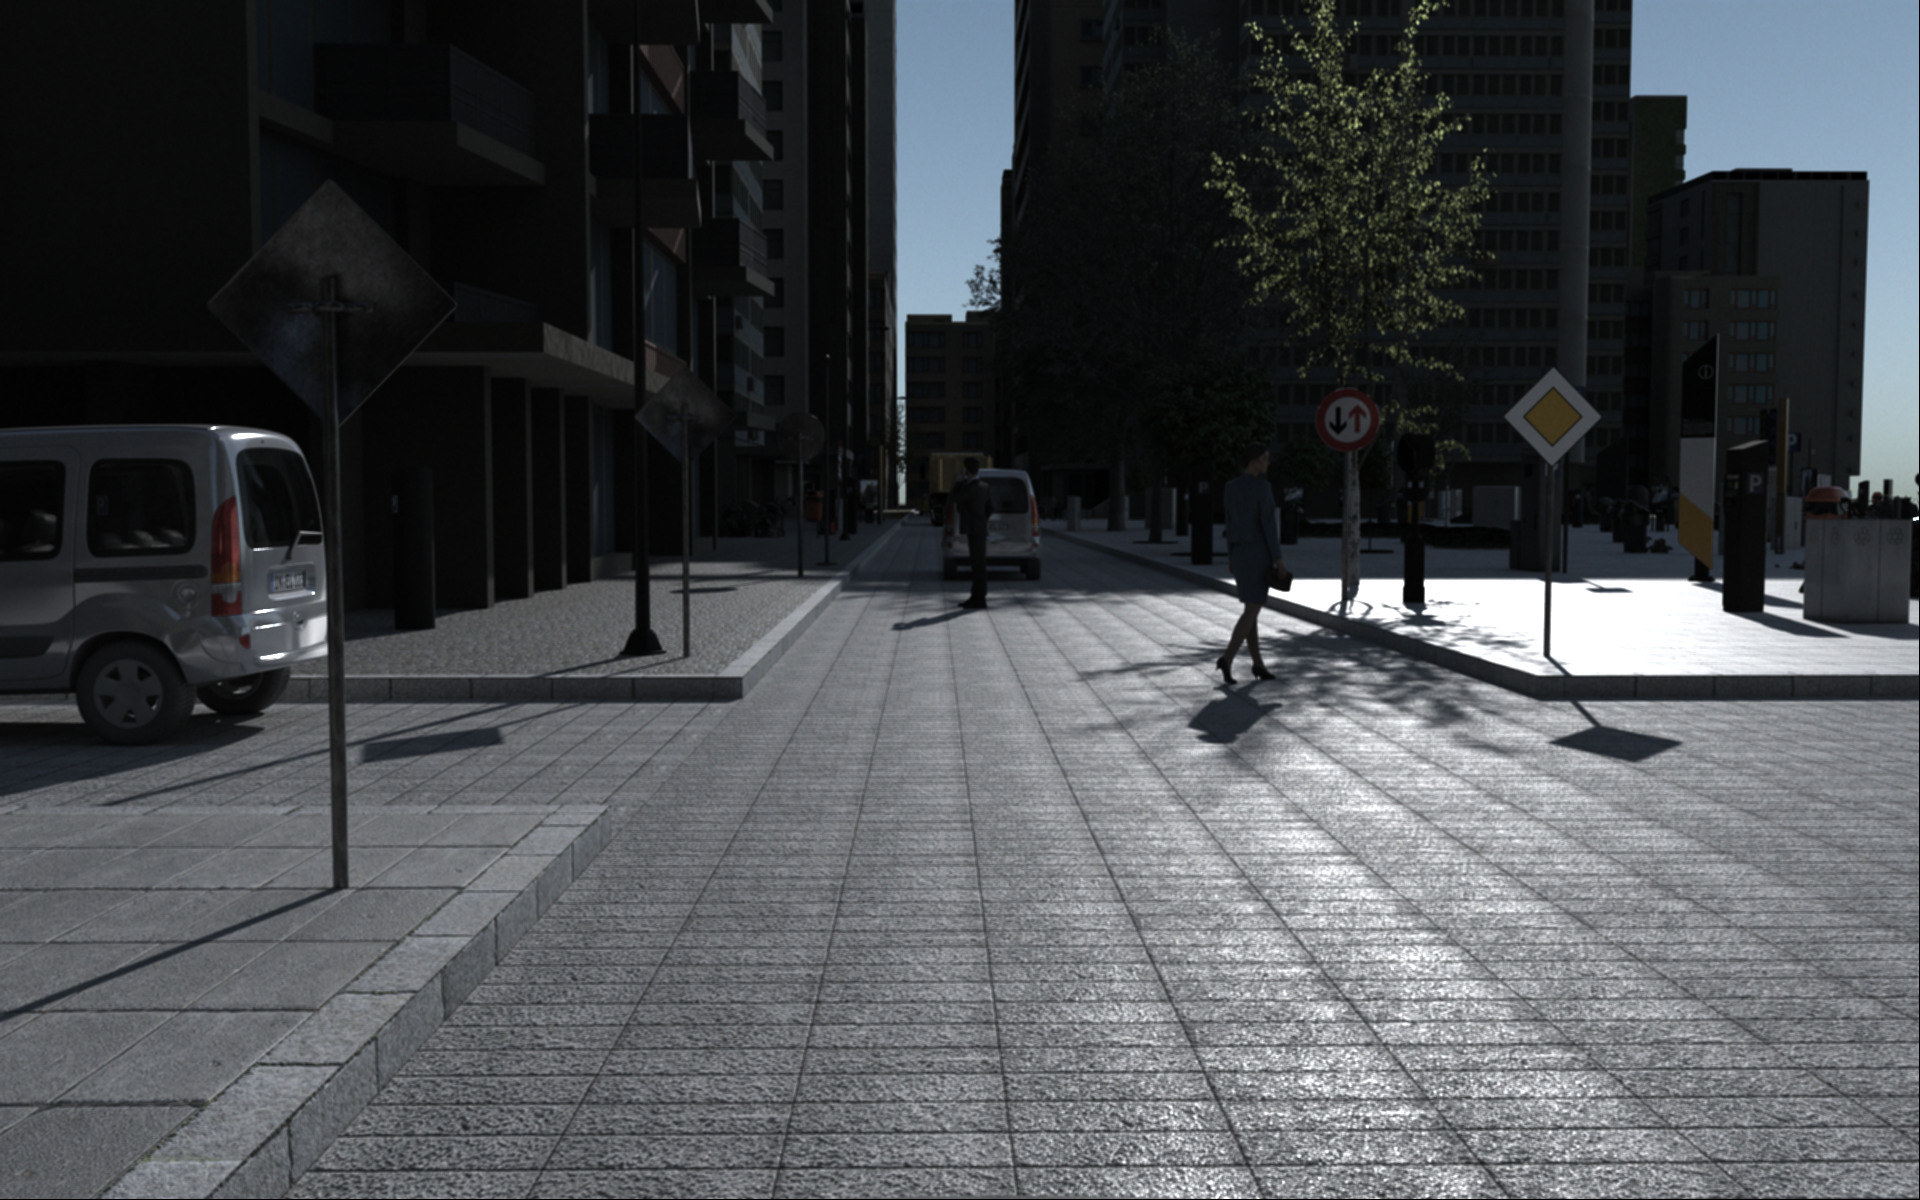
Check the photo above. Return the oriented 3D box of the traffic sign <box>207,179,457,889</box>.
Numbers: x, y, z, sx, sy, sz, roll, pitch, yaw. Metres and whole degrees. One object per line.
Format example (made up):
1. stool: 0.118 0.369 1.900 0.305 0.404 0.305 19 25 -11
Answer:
1. traffic sign: -2.015 -0.119 5.583 0.795 2.450 0.064 0 4 -1

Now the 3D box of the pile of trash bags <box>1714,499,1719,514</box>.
1. pile of trash bags: 35.621 -4.417 81.968 3.447 1.369 1.912 -3 5 -43

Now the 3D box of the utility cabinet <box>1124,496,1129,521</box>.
1. utility cabinet: 7.789 -4.407 83.212 0.306 1.237 1.020 2 4 30

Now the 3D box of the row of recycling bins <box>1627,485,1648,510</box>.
1. row of recycling bins: 32.382 -4.695 83.870 1.069 1.692 3.534 0 4 4

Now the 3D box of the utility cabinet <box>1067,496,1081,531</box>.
1. utility cabinet: 3.964 -2.990 60.043 0.306 1.237 1.020 1 4 15

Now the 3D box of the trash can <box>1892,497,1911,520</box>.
1. trash can: 39.424 -3.721 72.493 0.748 1.137 0.748 0 3 0

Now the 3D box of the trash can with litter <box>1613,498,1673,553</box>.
1. trash can with litter: 14.979 -1.618 37.843 1.055 1.170 0.624 0 3 0

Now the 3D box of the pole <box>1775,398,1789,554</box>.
1. pole: 17.576 -2.641 37.031 0.158 3.312 0.155 0 3 0

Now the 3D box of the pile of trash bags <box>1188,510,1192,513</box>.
1. pile of trash bags: 11.695 -4.756 87.511 1.912 1.369 3.447 1 4 20

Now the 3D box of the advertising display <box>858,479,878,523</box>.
1. advertising display: -3.966 -4.309 75.663 0.974 1.923 0.123 -2 4 -28

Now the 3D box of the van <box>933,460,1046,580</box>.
1. van: 0.527 -1.423 30.277 2.013 2.044 4.112 0 4 0

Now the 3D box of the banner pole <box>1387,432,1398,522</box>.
1. banner pole: 17.416 -4.887 69.916 0.401 3.779 0.863 1 4 23

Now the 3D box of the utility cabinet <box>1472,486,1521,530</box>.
1. utility cabinet: 14.916 -2.423 48.294 1.173 1.500 0.318 2 4 35

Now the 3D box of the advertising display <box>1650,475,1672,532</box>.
1. advertising display: 24.023 -3.313 59.373 0.123 1.923 0.974 -1 4 -13

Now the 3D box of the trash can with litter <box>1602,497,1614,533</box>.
1. trash can with litter: 17.771 -2.115 45.962 1.055 1.170 0.624 0 4 -8

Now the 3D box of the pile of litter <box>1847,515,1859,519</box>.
1. pile of litter: 17.733 -1.233 34.123 1.719 0.858 1.176 1 4 18

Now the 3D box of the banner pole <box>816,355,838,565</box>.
1. banner pole: -2.426 -2.540 31.542 0.401 3.779 0.863 0 4 -4

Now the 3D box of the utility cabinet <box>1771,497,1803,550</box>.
1. utility cabinet: 19.136 -1.769 40.084 1.020 1.237 0.306 -3 5 -42

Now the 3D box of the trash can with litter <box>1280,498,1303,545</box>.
1. trash can with litter: 8.156 -1.999 44.077 1.055 1.170 0.624 0 4 -7

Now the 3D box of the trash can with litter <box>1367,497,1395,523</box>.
1. trash can with litter: 15.345 -3.186 63.477 1.055 1.170 0.624 -1 4 -15

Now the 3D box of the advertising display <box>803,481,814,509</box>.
1. advertising display: -7.673 -4.971 86.494 0.974 1.923 0.123 3 5 40

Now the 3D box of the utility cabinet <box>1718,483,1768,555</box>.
1. utility cabinet: 16.422 -1.689 36.288 1.173 1.500 0.318 -2 4 -30

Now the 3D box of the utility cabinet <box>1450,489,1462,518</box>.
1. utility cabinet: 22.404 -4.251 78.189 0.318 1.500 1.173 2 4 27

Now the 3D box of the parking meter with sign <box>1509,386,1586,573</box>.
1. parking meter with sign: 9.702 -1.993 28.841 0.543 3.016 1.738 -1 4 -8

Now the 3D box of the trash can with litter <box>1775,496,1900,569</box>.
1. trash can with litter: 15.026 -1.154 29.918 1.678 1.210 2.233 3 4 37

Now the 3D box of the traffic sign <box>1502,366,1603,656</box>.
1. traffic sign: 4.646 -0.613 13.660 0.795 2.450 0.064 0 4 -1

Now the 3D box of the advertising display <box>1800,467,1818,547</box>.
1. advertising display: 20.616 -2.256 42.099 0.123 1.923 0.974 1 4 11

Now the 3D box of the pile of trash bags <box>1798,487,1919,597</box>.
1. pile of trash bags: 11.631 -0.750 22.021 3.447 1.369 1.912 -3 5 -41

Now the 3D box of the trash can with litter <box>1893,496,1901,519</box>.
1. trash can with litter: 35.250 -3.332 65.529 1.678 1.210 2.233 3 5 39

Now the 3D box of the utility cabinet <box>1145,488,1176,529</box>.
1. utility cabinet: 7.296 -3.322 62.989 1.173 1.500 0.318 3 5 39

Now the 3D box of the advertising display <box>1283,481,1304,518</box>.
1. advertising display: 15.936 -4.746 82.817 0.974 1.923 0.123 0 4 0

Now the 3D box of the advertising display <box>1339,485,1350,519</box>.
1. advertising display: 19.887 -5.111 88.778 0.974 1.923 0.123 3 5 41

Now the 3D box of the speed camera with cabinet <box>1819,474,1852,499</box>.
1. speed camera with cabinet: 39.877 -5.194 79.259 0.660 3.252 2.038 -1 4 -12

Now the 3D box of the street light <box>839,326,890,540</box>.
1. street light: -2.654 -4.612 47.949 1.470 5.913 1.316 0 4 -1

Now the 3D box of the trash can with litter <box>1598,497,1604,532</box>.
1. trash can with litter: 22.016 -2.877 58.419 0.624 1.170 1.055 -1 4 -15

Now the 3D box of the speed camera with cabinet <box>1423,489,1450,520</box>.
1. speed camera with cabinet: 23.787 -5.604 85.959 2.038 3.252 0.660 0 4 -4

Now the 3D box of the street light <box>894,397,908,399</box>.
1. street light: -3.199 -6.744 82.799 1.470 5.913 1.316 0 4 -1

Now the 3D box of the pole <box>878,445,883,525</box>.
1. pole: -3.331 -4.808 72.456 0.158 3.312 0.155 0 3 0

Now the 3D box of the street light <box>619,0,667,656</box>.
1. street light: -2.006 -2.520 13.743 1.470 5.913 1.316 0 4 -1

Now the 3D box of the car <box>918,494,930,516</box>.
1. car: -1.861 -6.489 116.313 2.015 1.641 3.980 0 4 0

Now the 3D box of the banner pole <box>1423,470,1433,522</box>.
1. banner pole: 21.513 -5.523 80.325 0.863 3.779 0.401 1 4 10

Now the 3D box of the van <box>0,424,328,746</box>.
1. van: -6.061 -0.219 10.591 4.112 2.044 2.013 0 4 1

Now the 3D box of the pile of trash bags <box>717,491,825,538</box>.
1. pile of trash bags: -5.616 -2.563 51.651 3.447 1.369 1.912 1 4 20

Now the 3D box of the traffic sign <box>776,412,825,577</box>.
1. traffic sign: -2.481 -1.638 26.892 0.768 2.556 0.104 0 4 7

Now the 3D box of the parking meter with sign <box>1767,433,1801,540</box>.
1. parking meter with sign: 22.866 -3.226 49.012 1.738 3.016 0.543 -1 4 -19

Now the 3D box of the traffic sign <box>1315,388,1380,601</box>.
1. traffic sign: 4.642 -1.267 20.824 0.768 2.556 0.104 0 4 4

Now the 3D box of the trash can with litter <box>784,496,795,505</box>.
1. trash can with litter: -8.490 -4.429 83.805 1.055 1.170 0.624 2 4 23

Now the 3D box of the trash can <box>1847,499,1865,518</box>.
1. trash can: 27.152 -2.513 52.747 0.748 1.137 0.748 0 3 0

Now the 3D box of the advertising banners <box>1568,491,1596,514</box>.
1. advertising banners: 27.271 -4.955 77.203 2.074 3.025 0.090 1 4 9

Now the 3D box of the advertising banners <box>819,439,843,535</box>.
1. advertising banners: -4.072 -3.588 54.844 0.090 3.025 2.074 1 4 18

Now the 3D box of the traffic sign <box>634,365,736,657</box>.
1. traffic sign: -2.147 -0.607 13.567 0.795 2.450 0.064 0 4 -1
